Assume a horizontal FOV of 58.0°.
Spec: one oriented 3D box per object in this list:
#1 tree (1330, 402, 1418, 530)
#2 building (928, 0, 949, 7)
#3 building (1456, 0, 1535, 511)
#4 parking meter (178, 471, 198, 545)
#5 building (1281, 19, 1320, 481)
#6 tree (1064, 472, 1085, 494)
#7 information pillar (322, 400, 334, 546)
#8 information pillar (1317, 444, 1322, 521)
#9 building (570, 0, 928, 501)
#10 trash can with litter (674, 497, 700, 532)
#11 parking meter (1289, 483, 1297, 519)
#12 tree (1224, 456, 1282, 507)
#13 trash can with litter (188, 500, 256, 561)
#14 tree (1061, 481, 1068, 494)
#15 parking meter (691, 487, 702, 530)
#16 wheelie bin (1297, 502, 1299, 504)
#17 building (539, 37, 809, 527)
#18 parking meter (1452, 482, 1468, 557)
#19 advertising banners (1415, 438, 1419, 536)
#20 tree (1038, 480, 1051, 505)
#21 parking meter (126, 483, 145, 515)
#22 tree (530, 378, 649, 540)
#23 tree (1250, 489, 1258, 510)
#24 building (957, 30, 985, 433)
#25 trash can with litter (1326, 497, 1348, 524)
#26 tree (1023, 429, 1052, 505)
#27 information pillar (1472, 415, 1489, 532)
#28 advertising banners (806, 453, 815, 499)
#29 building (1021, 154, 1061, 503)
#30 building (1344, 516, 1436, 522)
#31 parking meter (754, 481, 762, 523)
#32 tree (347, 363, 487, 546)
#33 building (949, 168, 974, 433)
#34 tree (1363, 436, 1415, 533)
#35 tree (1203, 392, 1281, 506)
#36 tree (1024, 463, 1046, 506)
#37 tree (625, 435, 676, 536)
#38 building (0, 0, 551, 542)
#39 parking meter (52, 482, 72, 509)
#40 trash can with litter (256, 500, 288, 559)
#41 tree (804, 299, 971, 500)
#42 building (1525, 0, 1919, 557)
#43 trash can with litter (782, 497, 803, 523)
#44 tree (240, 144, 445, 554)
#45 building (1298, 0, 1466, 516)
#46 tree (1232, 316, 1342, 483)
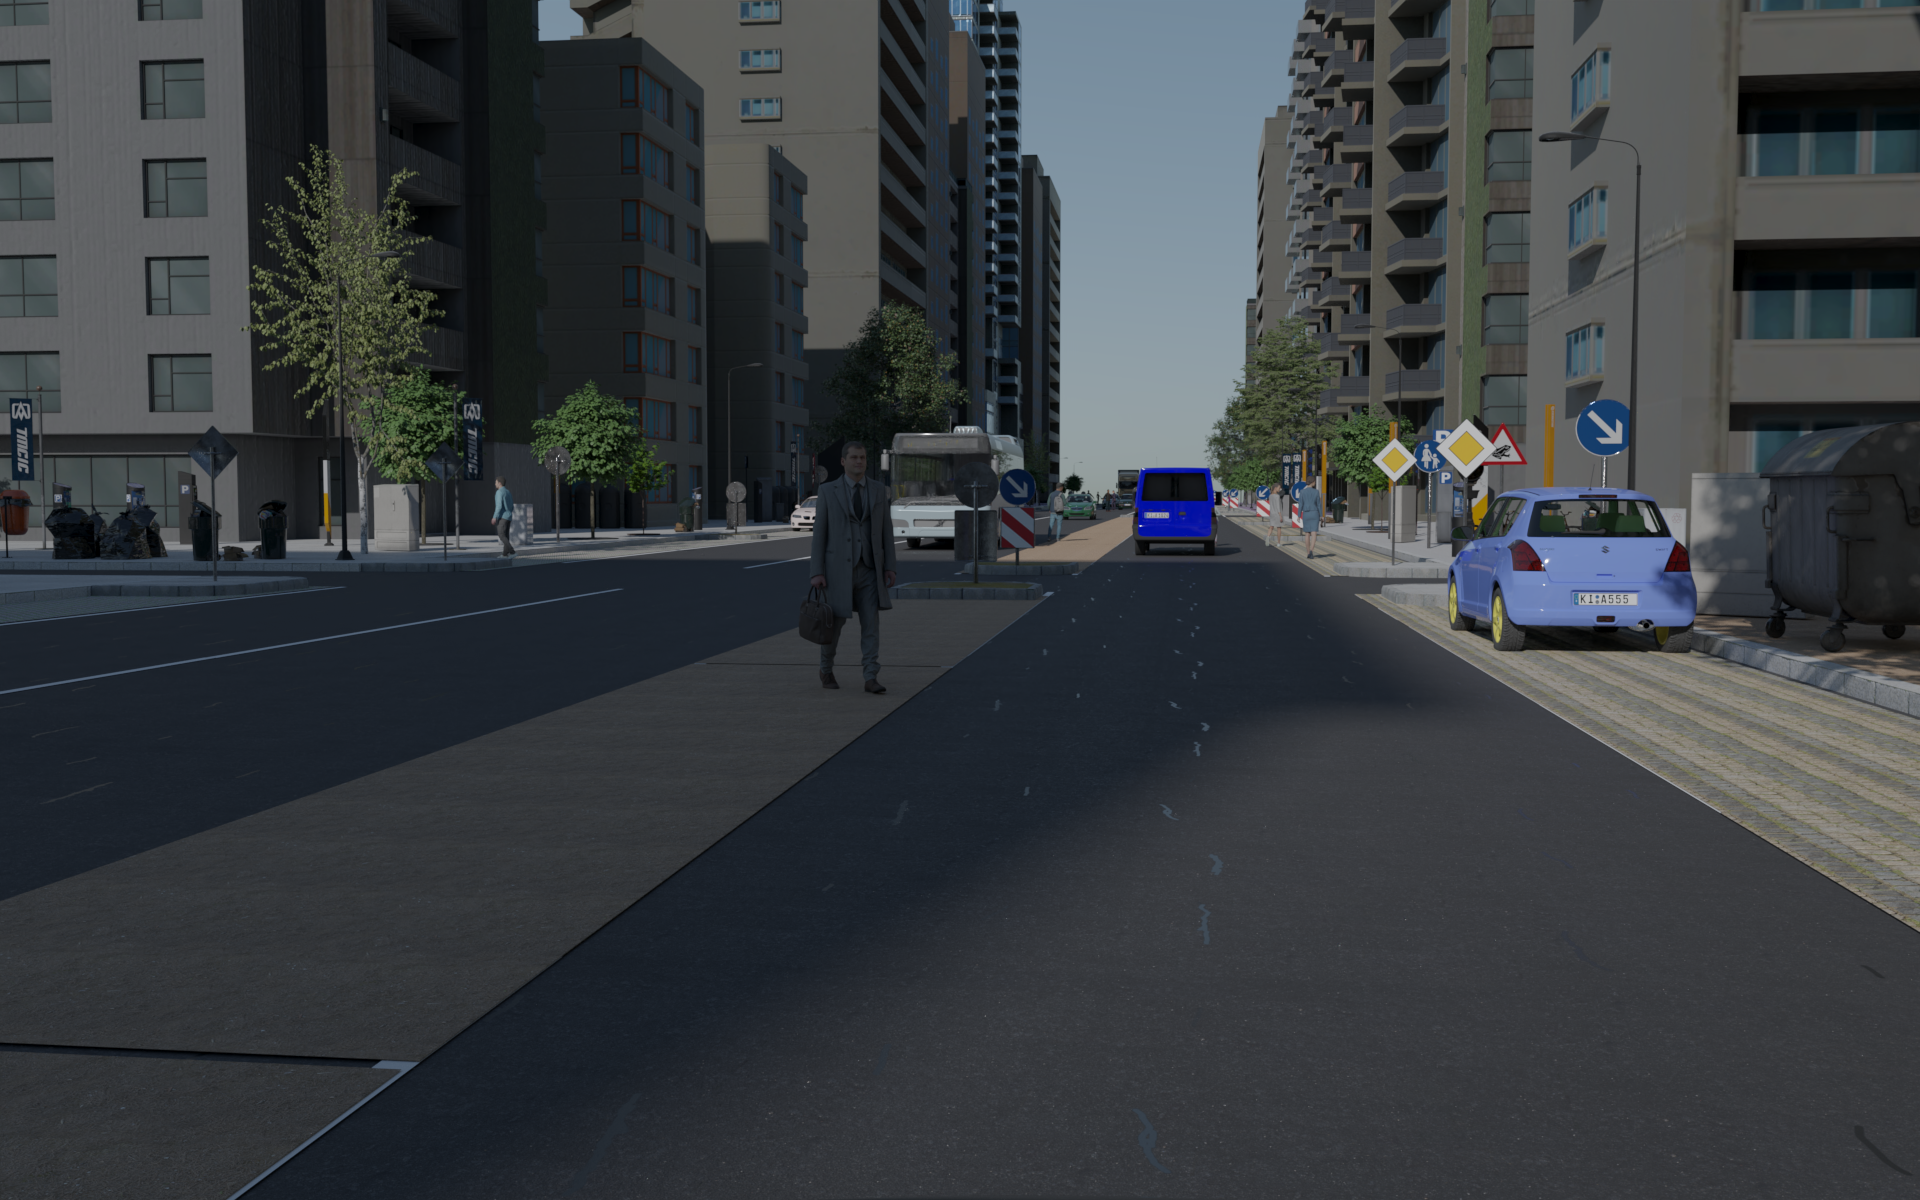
[{"bbox_3d":[14.735,-4.781,61.889,4.285,4.588,4.351,0,3,0],"label":"tree"},{"bbox_3d":[-8.651,-29.794,137.246,14.600,45.320,14.200,0,4,7],"label":"building"},{"bbox_3d":[24.311,-17.601,59.473,14.160,30.474,14.107,0,4,7],"label":"building"},{"bbox_3d":[-19.560,-2.335,43.894,0.399,1.863,0.255,0,4,-1],"label":"parking meter"},{"bbox_3d":[41.824,-33.059,160.116,23.786,49.044,30.456,0,4,7],"label":"building"},{"bbox_3d":[16.805,-16.600,255.127,4.285,4.588,4.351,0,3,0],"label":"tree"},{"bbox_3d":[-15.642,-3.146,42.795,0.183,3.616,0.504,-1,4,-12],"label":"information pillar"},{"bbox_3d":[16.875,-5.497,81.231,0.183,3.616,0.504,3,5,42],"label":"information pillar"},{"bbox_3d":[-14.306,-30.346,119.866,21.300,48.544,21.600,0,4,7],"label":"building"},{"bbox_3d":[-9.215,-2.869,58.298,0.624,1.170,1.055,1,4,11],"label":"trash can with litter"},{"bbox_3d":[19.381,-5.809,100.694,0.399,1.863,0.255,3,5,40],"label":"parking meter"},{"bbox_3d":[23.782,-9.323,136.146,4.285,4.588,4.351,0,3,0],"label":"tree"},{"bbox_3d":[-14.215,-1.335,33.221,1.055,1.170,0.624,0,4,-3],"label":"trash can with litter"},{"bbox_3d":[14.181,-14.899,238.194,1.663,3.219,1.824,0,3,0],"label":"tree"},{"bbox_3d":[-9.337,-3.246,61.489,0.372,1.533,0.369,0,3,0],"label":"parking meter"},{"bbox_3d":[17.438,-4.887,87.805,0.693,1.594,0.980,1,4,23],"label":"wheelie bin"},{"bbox_3d":[-23.857,-14.490,81.950,27.650,21.520,28.899,0,4,7],"label":"building"},{"bbox_3d":[10.212,-1.642,35.252,0.372,1.533,0.369,0,3,0],"label":"parking meter"},{"bbox_3d":[14.237,-3.535,53.988,0.090,3.025,2.074,1,4,18],"label":"advertising banners"},{"bbox_3d":[9.902,-13.109,208.939,1.663,3.219,1.824,0,3,0],"label":"tree"},{"bbox_3d":[-18.252,-1.833,38.385,0.372,1.533,0.369,0,3,0],"label":"parking meter"},{"bbox_3d":[-10.361,-4.002,49.148,4.285,4.588,4.351,0,3,0],"label":"tree"},{"bbox_3d":[24.079,-8.932,140.632,1.663,3.219,1.824,0,3,0],"label":"tree"},{"bbox_3d":[-5.247,-31.580,166.447,14.600,45.320,14.200,0,4,7],"label":"building"},{"bbox_3d":[16.354,-3.915,75.404,1.055,1.170,0.624,-3,4,-38],"label":"trash can with litter"},{"bbox_3d":[8.658,-14.994,195.507,4.737,8.622,4.395,0,3,0],"label":"tree"},{"bbox_3d":[15.335,-3.655,51.112,0.504,3.616,0.183,-1,4,-16],"label":"information pillar"},{"bbox_3d":[-6.439,-4.800,74.669,0.090,3.025,2.074,-1,4,-14],"label":"advertising banners"},{"bbox_3d":[3.149,-38.377,251.165,21.300,48.544,21.600,0,4,7],"label":"building"},{"bbox_3d":[30.213,-26.554,88.775,22.147,44.769,28.867,0,4,7],"label":"building"},{"bbox_3d":[-9.029,-4.389,77.473,0.255,1.863,0.399,1,4,23],"label":"parking meter"},{"bbox_3d":[-13.599,-3.657,43.505,4.285,4.588,4.351,0,3,0],"label":"tree"},{"bbox_3d":[-6.612,-23.300,152.660,14.160,30.474,14.107,0,4,7],"label":"building"},{"bbox_3d":[13.957,-3.836,57.328,1.663,3.219,1.824,0,3,0],"label":"tree"},{"bbox_3d":[31.947,-16.939,193.958,9.611,12.733,9.660,0,3,0],"label":"tree"},{"bbox_3d":[7.291,-11.995,179.825,4.285,4.588,4.351,0,3,0],"label":"tree"},{"bbox_3d":[-9.941,-3.625,53.877,1.663,3.219,1.824,0,3,0],"label":"tree"},{"bbox_3d":[-21.650,-17.125,51.691,14.160,30.474,14.107,0,4,7],"label":"building"},{"bbox_3d":[-19.398,-1.777,37.458,0.372,1.533,0.369,0,3,0],"label":"parking meter"},{"bbox_3d":[-13.713,-1.396,34.218,1.055,1.170,0.624,3,5,45],"label":"trash can with litter"},{"bbox_3d":[-3.947,-11.305,101.848,9.611,12.733,9.660,0,3,0],"label":"tree"},{"bbox_3d":[25.314,-25.482,40.340,21.600,48.544,21.300,0,4,7],"label":"building"},{"bbox_3d":[-7.416,-3.988,76.583,1.055,1.170,0.624,0,4,-6],"label":"trash can with litter"},{"bbox_3d":[-12.773,-5.274,36.588,4.737,8.622,4.395,0,3,0],"label":"tree"},{"bbox_3d":[37.360,-29.134,130.971,22.147,44.769,28.867,0,4,7],"label":"building"},{"bbox_3d":[20.922,-11.790,110.898,7.486,12.596,7.792,0,3,0],"label":"tree"}]
